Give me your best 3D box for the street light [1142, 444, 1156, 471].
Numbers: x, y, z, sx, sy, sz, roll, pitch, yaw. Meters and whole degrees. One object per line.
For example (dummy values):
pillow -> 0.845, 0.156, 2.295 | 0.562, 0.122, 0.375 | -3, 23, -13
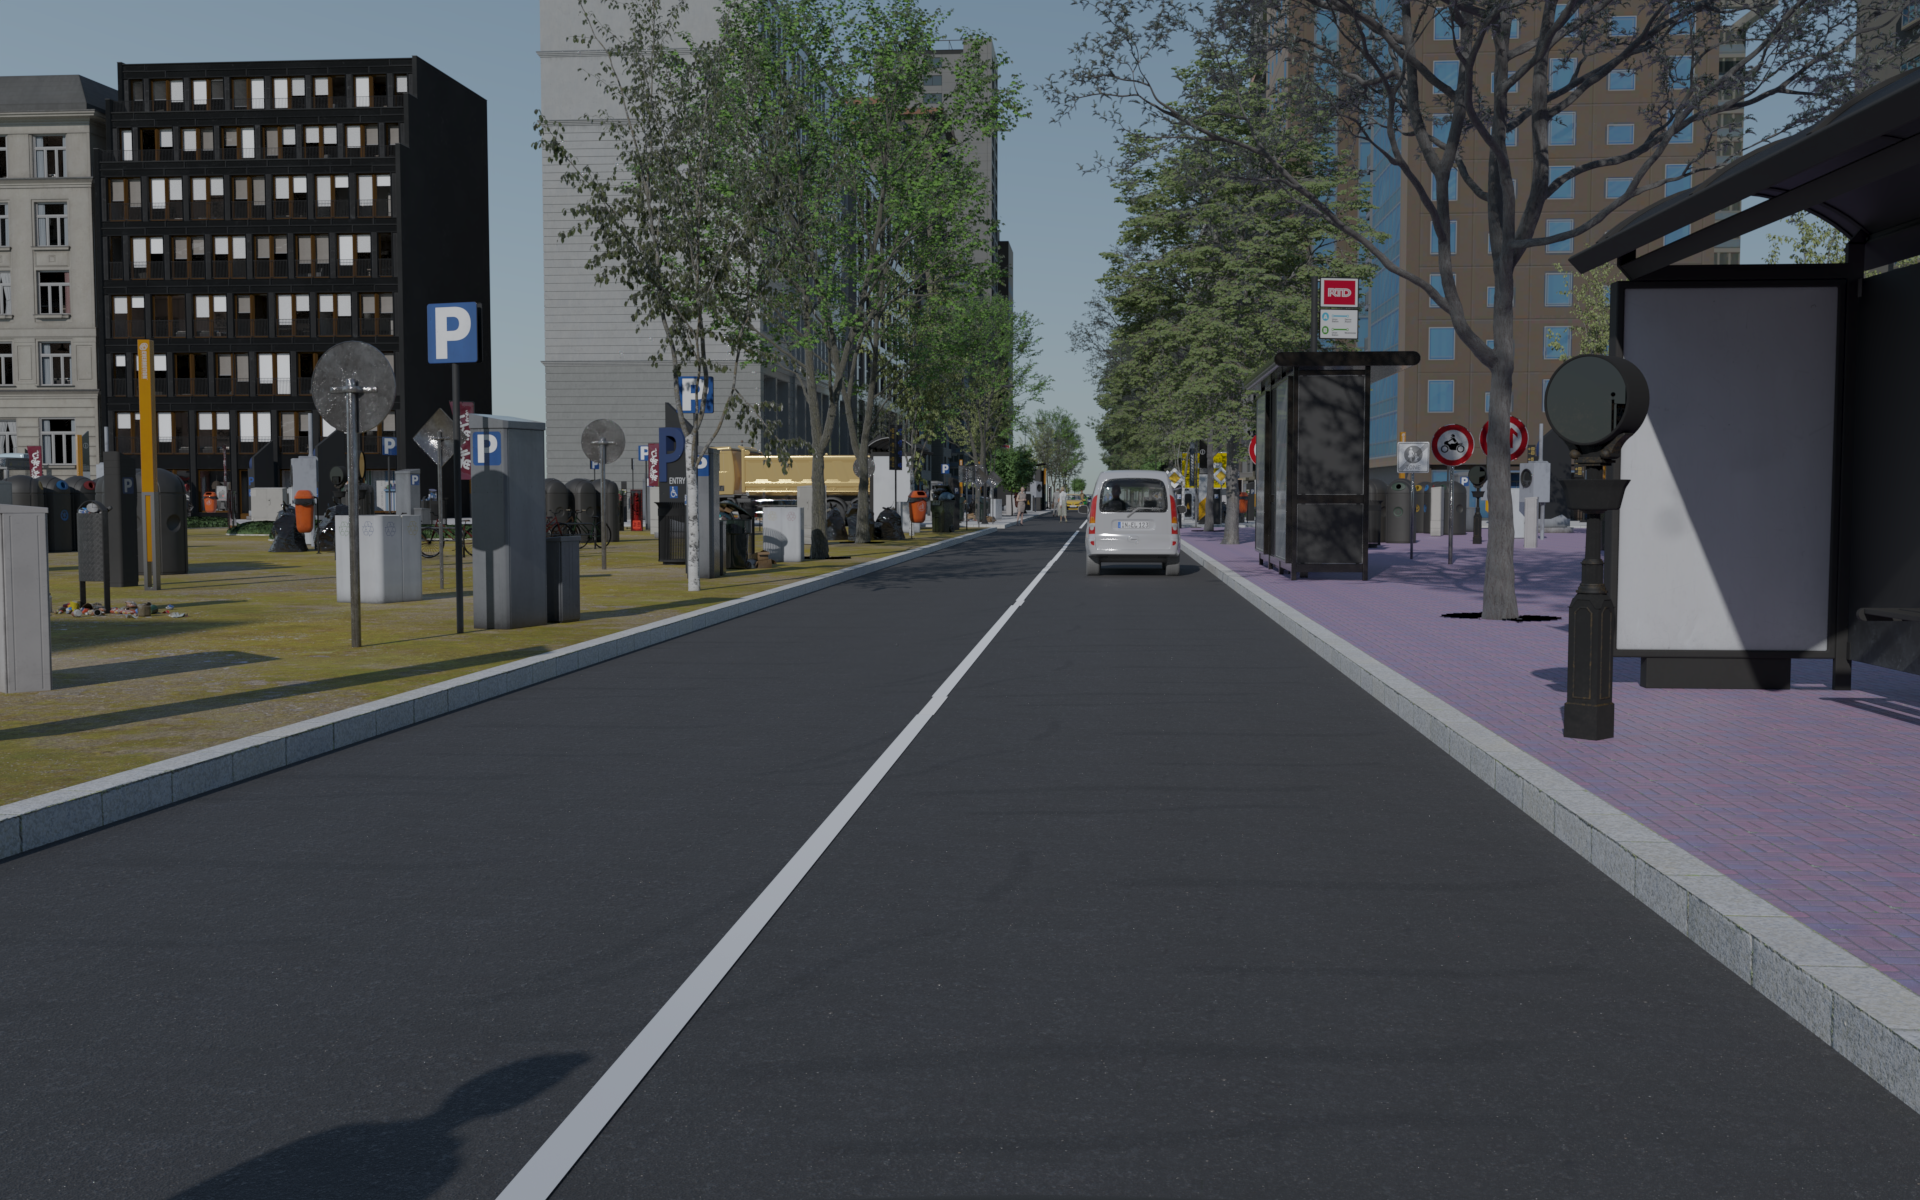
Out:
street light -> 11.876, -8.399, 109.869 | 1.470, 5.913, 1.316 | 0, 4, 5

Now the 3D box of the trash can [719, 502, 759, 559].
trash can -> -4.017, -1.205, 31.356 | 0.748, 1.137, 0.748 | 0, 3, 0

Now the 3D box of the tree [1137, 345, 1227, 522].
tree -> 10.448, -7.937, 80.136 | 4.360, 8.622, 3.978 | 0, 3, 0

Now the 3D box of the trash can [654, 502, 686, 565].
trash can -> -5.173, -1.210, 31.436 | 0.748, 1.137, 0.748 | 0, 3, 0

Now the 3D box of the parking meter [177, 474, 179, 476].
parking meter -> -23.347, -2.789, 51.316 | 0.399, 1.863, 0.255 | -1, 4, -16

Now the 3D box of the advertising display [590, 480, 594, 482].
advertising display -> -15.986, -4.392, 77.017 | 0.974, 1.923, 0.123 | -3, 5, -39

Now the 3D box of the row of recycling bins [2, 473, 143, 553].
row of recycling bins -> -19.944, -1.925, 38.583 | 1.069, 1.692, 3.534 | 1, 4, 12

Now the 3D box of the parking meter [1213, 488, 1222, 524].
parking meter -> 10.878, -3.960, 73.164 | 0.372, 1.533, 0.369 | 0, 3, 0

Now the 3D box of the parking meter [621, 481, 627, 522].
parking meter -> -15.396, -4.507, 79.392 | 0.255, 1.863, 0.399 | -1, 4, -12

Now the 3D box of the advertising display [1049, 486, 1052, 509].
advertising display -> 7.555, -8.542, 144.879 | 0.123, 1.923, 0.974 | 1, 4, 11

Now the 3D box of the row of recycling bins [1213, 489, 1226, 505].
row of recycling bins -> 20.417, -7.889, 136.101 | 3.534, 1.692, 1.069 | 1, 4, 13

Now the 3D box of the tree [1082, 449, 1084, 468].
tree -> 13.303, -16.236, 215.816 | 4.360, 8.622, 3.978 | 0, 3, 0

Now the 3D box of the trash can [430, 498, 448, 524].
trash can -> -20.025, -3.357, 66.544 | 0.748, 1.137, 0.748 | 0, 3, 0

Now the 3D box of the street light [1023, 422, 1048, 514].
street light -> 4.762, -8.546, 112.275 | 1.470, 5.913, 1.316 | 0, 4, 5

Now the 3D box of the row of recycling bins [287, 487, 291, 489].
row of recycling bins -> -31.314, -4.768, 85.067 | 3.534, 1.692, 1.069 | -3, 4, -37

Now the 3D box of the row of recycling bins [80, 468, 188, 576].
row of recycling bins -> -13.627, -1.319, 28.686 | 1.069, 1.692, 3.534 | -2, 4, -35

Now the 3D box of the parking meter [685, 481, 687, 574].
parking meter -> -4.250, -1.196, 27.967 | 0.372, 1.533, 0.369 | 0, 3, 0

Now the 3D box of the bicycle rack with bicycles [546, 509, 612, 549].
bicycle rack with bicycles -> -9.497, -1.650, 40.359 | 2.925, 0.926, 2.852 | -3, 4, -36

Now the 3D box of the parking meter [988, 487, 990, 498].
parking meter -> 2.233, -7.412, 126.893 | 0.255, 1.863, 0.399 | 3, 5, 40

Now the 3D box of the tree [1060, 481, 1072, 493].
tree -> 15.331, -15.582, 249.368 | 1.663, 3.219, 1.824 | 0, 3, 0

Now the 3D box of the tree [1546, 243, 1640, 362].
tree -> 19.013, -6.113, 50.315 | 4.737, 8.622, 4.395 | 0, 3, 0

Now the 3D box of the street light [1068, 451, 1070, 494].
street light -> 11.351, -13.193, 188.252 | 1.470, 5.913, 1.316 | 0, 4, 5

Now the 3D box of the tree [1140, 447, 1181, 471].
tree -> 13.662, -8.079, 115.806 | 4.285, 4.588, 4.351 | 0, 3, 0

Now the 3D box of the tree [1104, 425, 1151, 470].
tree -> 21.426, -16.669, 206.946 | 8.767, 10.594, 7.601 | -1, 4, -12

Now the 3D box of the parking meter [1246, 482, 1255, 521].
parking meter -> 13.855, -4.706, 82.653 | 0.399, 1.863, 0.255 | -3, 4, -36

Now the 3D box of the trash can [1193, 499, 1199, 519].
trash can -> 14.017, -5.459, 100.908 | 0.748, 1.137, 0.748 | 0, 3, 0

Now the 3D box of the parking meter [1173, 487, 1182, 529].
parking meter -> 8.049, -3.419, 64.314 | 0.372, 1.533, 0.369 | 0, 3, 0

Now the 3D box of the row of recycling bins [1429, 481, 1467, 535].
row of recycling bins -> 15.406, -2.970, 55.673 | 1.069, 1.692, 3.534 | 0, 4, -2

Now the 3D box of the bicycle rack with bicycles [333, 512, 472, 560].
bicycle rack with bicycles -> -11.172, -1.284, 34.377 | 2.925, 0.926, 2.852 | 1, 4, 14

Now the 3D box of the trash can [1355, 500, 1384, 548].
trash can -> 9.725, -1.813, 41.298 | 0.748, 1.137, 0.748 | 0, 3, 0

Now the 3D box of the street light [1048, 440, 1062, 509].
street light -> 8.139, -10.858, 150.072 | 1.470, 5.913, 1.316 | 0, 4, 5

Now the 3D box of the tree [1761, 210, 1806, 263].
tree -> 18.881, -5.387, 38.440 | 4.737, 8.622, 4.395 | 0, 3, 0

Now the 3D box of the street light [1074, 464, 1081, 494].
street light -> 15.162, -15.925, 232.920 | 1.470, 5.913, 1.316 | 0, 4, 5

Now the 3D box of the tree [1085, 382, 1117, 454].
tree -> 27.194, -26.437, 288.131 | 12.611, 20.169, 13.585 | 0, 3, 0

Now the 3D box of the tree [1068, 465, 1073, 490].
tree -> 13.909, -17.628, 238.586 | 4.737, 8.622, 4.395 | 0, 3, 0

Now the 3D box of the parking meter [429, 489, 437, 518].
parking meter -> -25.726, -4.656, 84.543 | 0.372, 1.533, 0.369 | 0, 3, 0

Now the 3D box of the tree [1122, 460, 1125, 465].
tree -> 23.385, -17.237, 232.184 | 4.737, 8.622, 4.395 | 0, 3, 0

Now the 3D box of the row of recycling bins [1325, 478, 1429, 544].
row of recycling bins -> 10.587, -2.391, 46.208 | 1.069, 1.692, 3.534 | -3, 5, -44

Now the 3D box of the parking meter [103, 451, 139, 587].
parking meter -> -11.601, -1.116, 23.963 | 0.255, 1.863, 0.399 | 1, 4, 12

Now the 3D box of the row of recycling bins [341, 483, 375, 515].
row of recycling bins -> -22.329, -3.503, 64.383 | 1.069, 1.692, 3.534 | -1, 4, -13

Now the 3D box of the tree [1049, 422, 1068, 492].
tree -> 7.624, -13.316, 168.072 | 4.737, 8.622, 4.395 | 0, 3, 0

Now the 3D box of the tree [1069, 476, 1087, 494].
tree -> 20.750, -19.643, 304.871 | 4.285, 4.588, 4.351 | 0, 3, 0

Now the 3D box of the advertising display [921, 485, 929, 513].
advertising display -> -2.378, -6.959, 118.997 | 0.123, 1.923, 0.974 | 2, 4, 27

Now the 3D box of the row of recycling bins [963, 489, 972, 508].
row of recycling bins -> 0.521, -8.345, 143.553 | 1.069, 1.692, 3.534 | 0, 4, 2

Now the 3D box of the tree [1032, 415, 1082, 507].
tree -> 8.331, -12.838, 160.263 | 4.360, 8.622, 3.978 | 0, 3, 0

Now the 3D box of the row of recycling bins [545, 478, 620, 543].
row of recycling bins -> -10.303, -2.329, 45.187 | 1.069, 1.692, 3.534 | 3, 4, 36

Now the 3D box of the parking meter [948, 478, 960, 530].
parking meter -> -0.209, -3.423, 61.670 | 0.255, 1.863, 0.399 | 3, 5, 42

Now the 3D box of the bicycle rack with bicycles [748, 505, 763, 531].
bicycle rack with bicycles -> -7.711, -2.763, 58.561 | 2.852, 0.926, 2.925 | -1, 4, -10

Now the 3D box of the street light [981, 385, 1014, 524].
street light -> 1.603, -6.193, 73.793 | 1.470, 5.913, 1.316 | 0, 4, 5

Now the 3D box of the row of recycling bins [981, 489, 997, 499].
row of recycling bins -> 2.270, -7.546, 130.491 | 1.069, 1.692, 3.534 | -1, 4, -18
